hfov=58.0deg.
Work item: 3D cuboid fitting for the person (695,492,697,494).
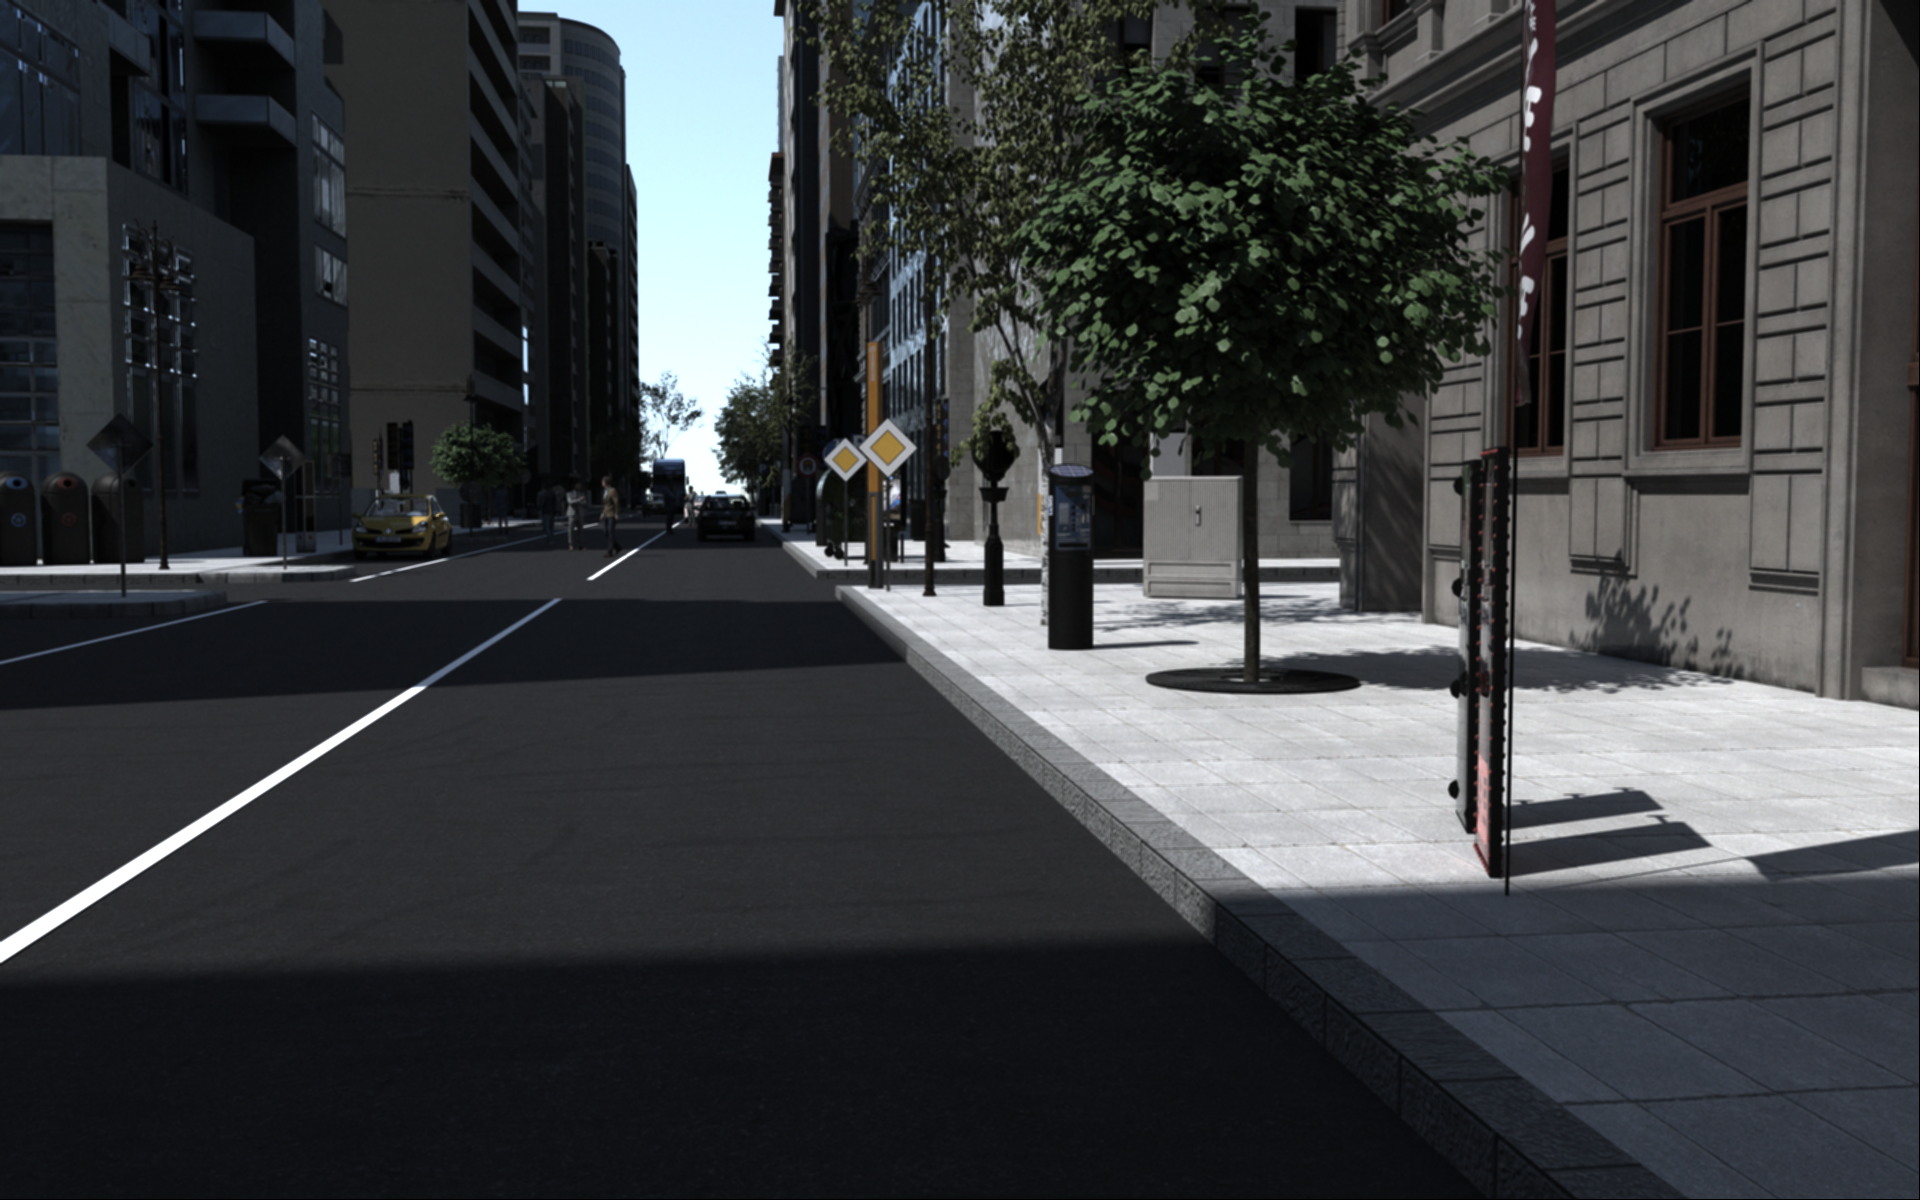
[{"bbox_3d":[-36.306,-13.974,237.759,1.217,1.735,0.721,-2,4,-35],"label":"person"}]

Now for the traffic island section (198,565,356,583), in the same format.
[{"bbox_3d":[-11.507,-0.440,29.477,2.009,0.180,2.903,0,4,-8],"label":"traffic island section"}]

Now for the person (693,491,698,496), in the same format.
[{"bbox_3d":[-31.495,-12.026,205.112,1.348,1.826,0.705,1,4,22],"label":"person"}]

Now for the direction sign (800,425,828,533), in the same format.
[{"bbox_3d":[-4.833,-3.978,57.045,0.876,3.537,0.379,-1,4,-16],"label":"direction sign"}]

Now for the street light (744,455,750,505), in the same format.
[{"bbox_3d":[-21.925,-12.661,179.792,0.468,5.910,1.993,0,4,-8],"label":"street light"}]

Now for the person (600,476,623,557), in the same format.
[{"bbox_3d":[-8.012,-1.913,39.681,0.656,1.842,0.836,1,4,20],"label":"person"}]

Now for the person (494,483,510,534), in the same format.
[{"bbox_3d":[-16.358,-3.263,61.875,0.581,1.822,0.654,-2,4,-24],"label":"person"}]

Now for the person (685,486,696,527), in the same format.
[{"bbox_3d":[-11.865,-4.117,75.990,0.511,1.800,0.466,2,4,31],"label":"person"}]

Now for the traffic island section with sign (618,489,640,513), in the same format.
[{"bbox_3d":[-24.959,-7.321,128.325,1.989,1.847,2.006,0,4,-8],"label":"traffic island section with sign"}]

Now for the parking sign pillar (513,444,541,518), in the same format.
[{"bbox_3d":[-23.366,-6.412,93.305,1.447,3.967,1.447,0,4,-5],"label":"parking sign pillar"}]

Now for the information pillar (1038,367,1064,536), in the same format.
[{"bbox_3d":[1.656,-2.439,31.240,0.504,3.616,0.183,2,4,28],"label":"information pillar"}]

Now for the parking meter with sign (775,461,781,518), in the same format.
[{"bbox_3d":[-8.774,-5.788,90.892,1.738,3.016,0.543,1,4,17],"label":"parking meter with sign"}]

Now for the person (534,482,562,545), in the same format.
[{"bbox_3d":[-11.496,-2.425,48.493,0.721,1.781,0.623,2,4,29],"label":"person"}]

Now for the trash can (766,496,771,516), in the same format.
[{"bbox_3d":[-11.621,-5.594,103.122,0.748,1.137,0.748,0,3,0],"label":"trash can"}]

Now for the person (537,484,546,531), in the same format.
[{"bbox_3d":[-16.250,-3.628,67.917,0.635,1.810,0.391,-1,4,-22],"label":"person"}]

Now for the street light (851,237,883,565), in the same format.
[{"bbox_3d":[-1.679,-3.585,31.399,0.468,5.910,1.993,0,4,-8],"label":"street light"}]

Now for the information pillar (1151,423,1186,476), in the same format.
[{"bbox_3d":[2.833,-1.964,23.474,0.504,3.616,0.183,-1,4,-13],"label":"information pillar"}]

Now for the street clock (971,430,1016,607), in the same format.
[{"bbox_3d":[0.387,-0.932,19.806,0.471,2.002,0.358,-1,4,-20],"label":"street clock"}]

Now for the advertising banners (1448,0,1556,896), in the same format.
[{"bbox_3d":[1.839,-0.597,5.950,0.090,3.025,2.074,1,4,11],"label":"advertising banners"}]

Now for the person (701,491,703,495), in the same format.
[{"bbox_3d":[-31.745,-12.506,212.974,0.705,1.824,1.348,-1,4,-9],"label":"person"}]

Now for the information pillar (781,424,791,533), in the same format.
[{"bbox_3d":[-5.779,-4.056,57.668,0.183,3.616,0.504,-2,4,-31],"label":"information pillar"}]

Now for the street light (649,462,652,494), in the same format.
[{"bbox_3d":[-40.212,-15.424,224.969,0.468,5.910,1.993,0,4,-8],"label":"street light"}]

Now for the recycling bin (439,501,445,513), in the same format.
[{"bbox_3d":[-18.248,-2.884,59.709,0.722,1.027,0.722,3,5,39],"label":"recycling bin"}]

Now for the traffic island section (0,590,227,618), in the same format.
[{"bbox_3d":[-10.431,0.044,21.564,2.009,0.180,2.903,0,4,-8],"label":"traffic island section"}]

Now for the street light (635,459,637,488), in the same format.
[{"bbox_3d":[-35.085,-13.154,187.863,0.468,5.910,1.993,0,4,-8],"label":"street light"}]

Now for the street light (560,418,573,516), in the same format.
[{"bbox_3d":[-23.890,-8.132,105.742,0.468,5.910,1.993,0,4,-8],"label":"street light"}]

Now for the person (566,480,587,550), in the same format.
[{"bbox_3d":[-9.769,-2.174,44.219,0.466,1.800,0.511,3,5,42],"label":"person"}]

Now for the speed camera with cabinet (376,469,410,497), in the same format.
[{"bbox_3d":[-24.360,-4.867,73.917,0.660,3.252,2.038,1,4,22],"label":"speed camera with cabinet"}]

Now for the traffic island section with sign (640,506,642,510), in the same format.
[{"bbox_3d":[-28.619,-8.973,155.340,1.989,1.847,2.006,0,4,-8],"label":"traffic island section with sign"}]

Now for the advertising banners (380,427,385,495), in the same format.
[{"bbox_3d":[-15.341,-3.045,45.972,0.090,3.025,2.074,-1,4,-17],"label":"advertising banners"}]

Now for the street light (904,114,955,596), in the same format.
[{"bbox_3d":[-0.383,-2.987,21.620,0.468,5.910,1.993,0,4,-8],"label":"street light"}]

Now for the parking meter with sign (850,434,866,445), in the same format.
[{"bbox_3d":[-2.674,-3.265,49.638,0.543,3.016,1.738,-1,4,-18],"label":"parking meter with sign"}]

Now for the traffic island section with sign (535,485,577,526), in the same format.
[{"bbox_3d":[-18.204,-4.279,78.582,1.989,1.847,2.006,0,4,-8],"label":"traffic island section with sign"}]

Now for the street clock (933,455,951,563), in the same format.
[{"bbox_3d":[-0.404,-1.708,32.489,0.358,2.002,0.471,2,4,35],"label":"street clock"}]

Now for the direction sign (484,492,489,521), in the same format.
[{"bbox_3d":[-22.185,-5.457,81.216,0.379,3.537,0.876,3,5,39],"label":"direction sign"}]

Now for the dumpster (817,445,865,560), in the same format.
[{"bbox_3d":[-2.059,-1.960,34.546,1.502,2.255,1.985,0,4,-8],"label":"dumpster"}]

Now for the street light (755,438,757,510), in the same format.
[{"bbox_3d":[-16.887,-10.420,143.157,0.468,5.910,1.993,0,4,-8],"label":"street light"}]

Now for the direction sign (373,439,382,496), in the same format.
[{"bbox_3d":[-23.827,-4.831,70.981,0.379,3.537,0.876,-3,5,-41],"label":"direction sign"}]

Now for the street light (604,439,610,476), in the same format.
[{"bbox_3d":[-28.983,-10.377,142.447,0.468,5.910,1.993,0,4,-8],"label":"street light"}]

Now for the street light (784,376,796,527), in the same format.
[{"bbox_3d":[-6.652,-5.826,68.042,0.468,5.910,1.993,0,4,-8],"label":"street light"}]

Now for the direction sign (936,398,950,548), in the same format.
[{"bbox_3d":[-0.421,-3.019,41.352,0.379,3.537,0.876,-1,4,-19],"label":"direction sign"}]

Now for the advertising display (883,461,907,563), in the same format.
[{"bbox_3d":[-1.300,-1.672,32.543,0.123,1.923,0.974,-2,4,-32],"label":"advertising display"}]

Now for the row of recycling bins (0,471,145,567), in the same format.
[{"bbox_3d":[-16.648,-1.476,31.251,3.534,1.692,1.069,-3,5,-45],"label":"row of recycling bins"}]

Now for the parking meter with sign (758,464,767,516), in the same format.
[{"bbox_3d":[-11.490,-6.379,100.554,0.543,3.016,1.738,-1,4,-9],"label":"parking meter with sign"}]

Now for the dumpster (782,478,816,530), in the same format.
[{"bbox_3d":[-5.622,-3.396,61.289,1.264,1.857,1.865,0,4,-8],"label":"dumpster"}]

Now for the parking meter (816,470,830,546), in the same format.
[{"bbox_3d":[-3.339,-2.252,42.534,0.255,1.863,0.399,2,4,30],"label":"parking meter"}]

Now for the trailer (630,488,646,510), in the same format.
[{"bbox_3d":[-28.027,-8.814,151.162,1.471,1.999,3.904,0,4,-6],"label":"trailer"}]

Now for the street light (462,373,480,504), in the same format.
[{"bbox_3d":[-18.668,-5.717,66.264,0.468,5.910,1.993,0,4,-8],"label":"street light"}]

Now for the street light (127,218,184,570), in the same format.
[{"bbox_3d":[-13.549,-3.457,29.312,0.468,5.910,1.993,0,4,-8],"label":"street light"}]

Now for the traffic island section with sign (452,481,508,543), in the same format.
[{"bbox_3d":[-14.472,-2.606,51.240,1.989,1.847,2.006,0,4,-8],"label":"traffic island section with sign"}]

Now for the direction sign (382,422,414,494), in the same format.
[{"bbox_3d":[-17.722,-3.848,54.914,0.876,3.537,0.379,1,4,10],"label":"direction sign"}]

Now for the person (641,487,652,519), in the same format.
[{"bbox_3d":[-17.807,-5.480,98.121,0.620,1.820,0.660,-1,4,-22],"label":"person"}]

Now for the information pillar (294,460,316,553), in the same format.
[{"bbox_3d":[-14.344,-2.045,37.934,0.304,2.012,0.304,2,4,31],"label":"information pillar"}]

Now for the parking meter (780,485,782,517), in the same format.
[{"bbox_3d":[-9.867,-5.566,96.715,0.255,1.863,0.399,0,4,4],"label":"parking meter"}]

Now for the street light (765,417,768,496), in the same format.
[{"bbox_3d":[-11.677,-8.067,104.679,0.468,5.910,1.993,0,4,-8],"label":"street light"}]

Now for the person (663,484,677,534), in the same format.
[{"bbox_3d":[-10.481,-3.295,62.555,0.419,1.800,0.721,1,4,21],"label":"person"}]

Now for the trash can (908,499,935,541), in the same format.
[{"bbox_3d":[-1.054,-2.182,47.328,0.748,1.137,0.748,0,3,0],"label":"trash can"}]
